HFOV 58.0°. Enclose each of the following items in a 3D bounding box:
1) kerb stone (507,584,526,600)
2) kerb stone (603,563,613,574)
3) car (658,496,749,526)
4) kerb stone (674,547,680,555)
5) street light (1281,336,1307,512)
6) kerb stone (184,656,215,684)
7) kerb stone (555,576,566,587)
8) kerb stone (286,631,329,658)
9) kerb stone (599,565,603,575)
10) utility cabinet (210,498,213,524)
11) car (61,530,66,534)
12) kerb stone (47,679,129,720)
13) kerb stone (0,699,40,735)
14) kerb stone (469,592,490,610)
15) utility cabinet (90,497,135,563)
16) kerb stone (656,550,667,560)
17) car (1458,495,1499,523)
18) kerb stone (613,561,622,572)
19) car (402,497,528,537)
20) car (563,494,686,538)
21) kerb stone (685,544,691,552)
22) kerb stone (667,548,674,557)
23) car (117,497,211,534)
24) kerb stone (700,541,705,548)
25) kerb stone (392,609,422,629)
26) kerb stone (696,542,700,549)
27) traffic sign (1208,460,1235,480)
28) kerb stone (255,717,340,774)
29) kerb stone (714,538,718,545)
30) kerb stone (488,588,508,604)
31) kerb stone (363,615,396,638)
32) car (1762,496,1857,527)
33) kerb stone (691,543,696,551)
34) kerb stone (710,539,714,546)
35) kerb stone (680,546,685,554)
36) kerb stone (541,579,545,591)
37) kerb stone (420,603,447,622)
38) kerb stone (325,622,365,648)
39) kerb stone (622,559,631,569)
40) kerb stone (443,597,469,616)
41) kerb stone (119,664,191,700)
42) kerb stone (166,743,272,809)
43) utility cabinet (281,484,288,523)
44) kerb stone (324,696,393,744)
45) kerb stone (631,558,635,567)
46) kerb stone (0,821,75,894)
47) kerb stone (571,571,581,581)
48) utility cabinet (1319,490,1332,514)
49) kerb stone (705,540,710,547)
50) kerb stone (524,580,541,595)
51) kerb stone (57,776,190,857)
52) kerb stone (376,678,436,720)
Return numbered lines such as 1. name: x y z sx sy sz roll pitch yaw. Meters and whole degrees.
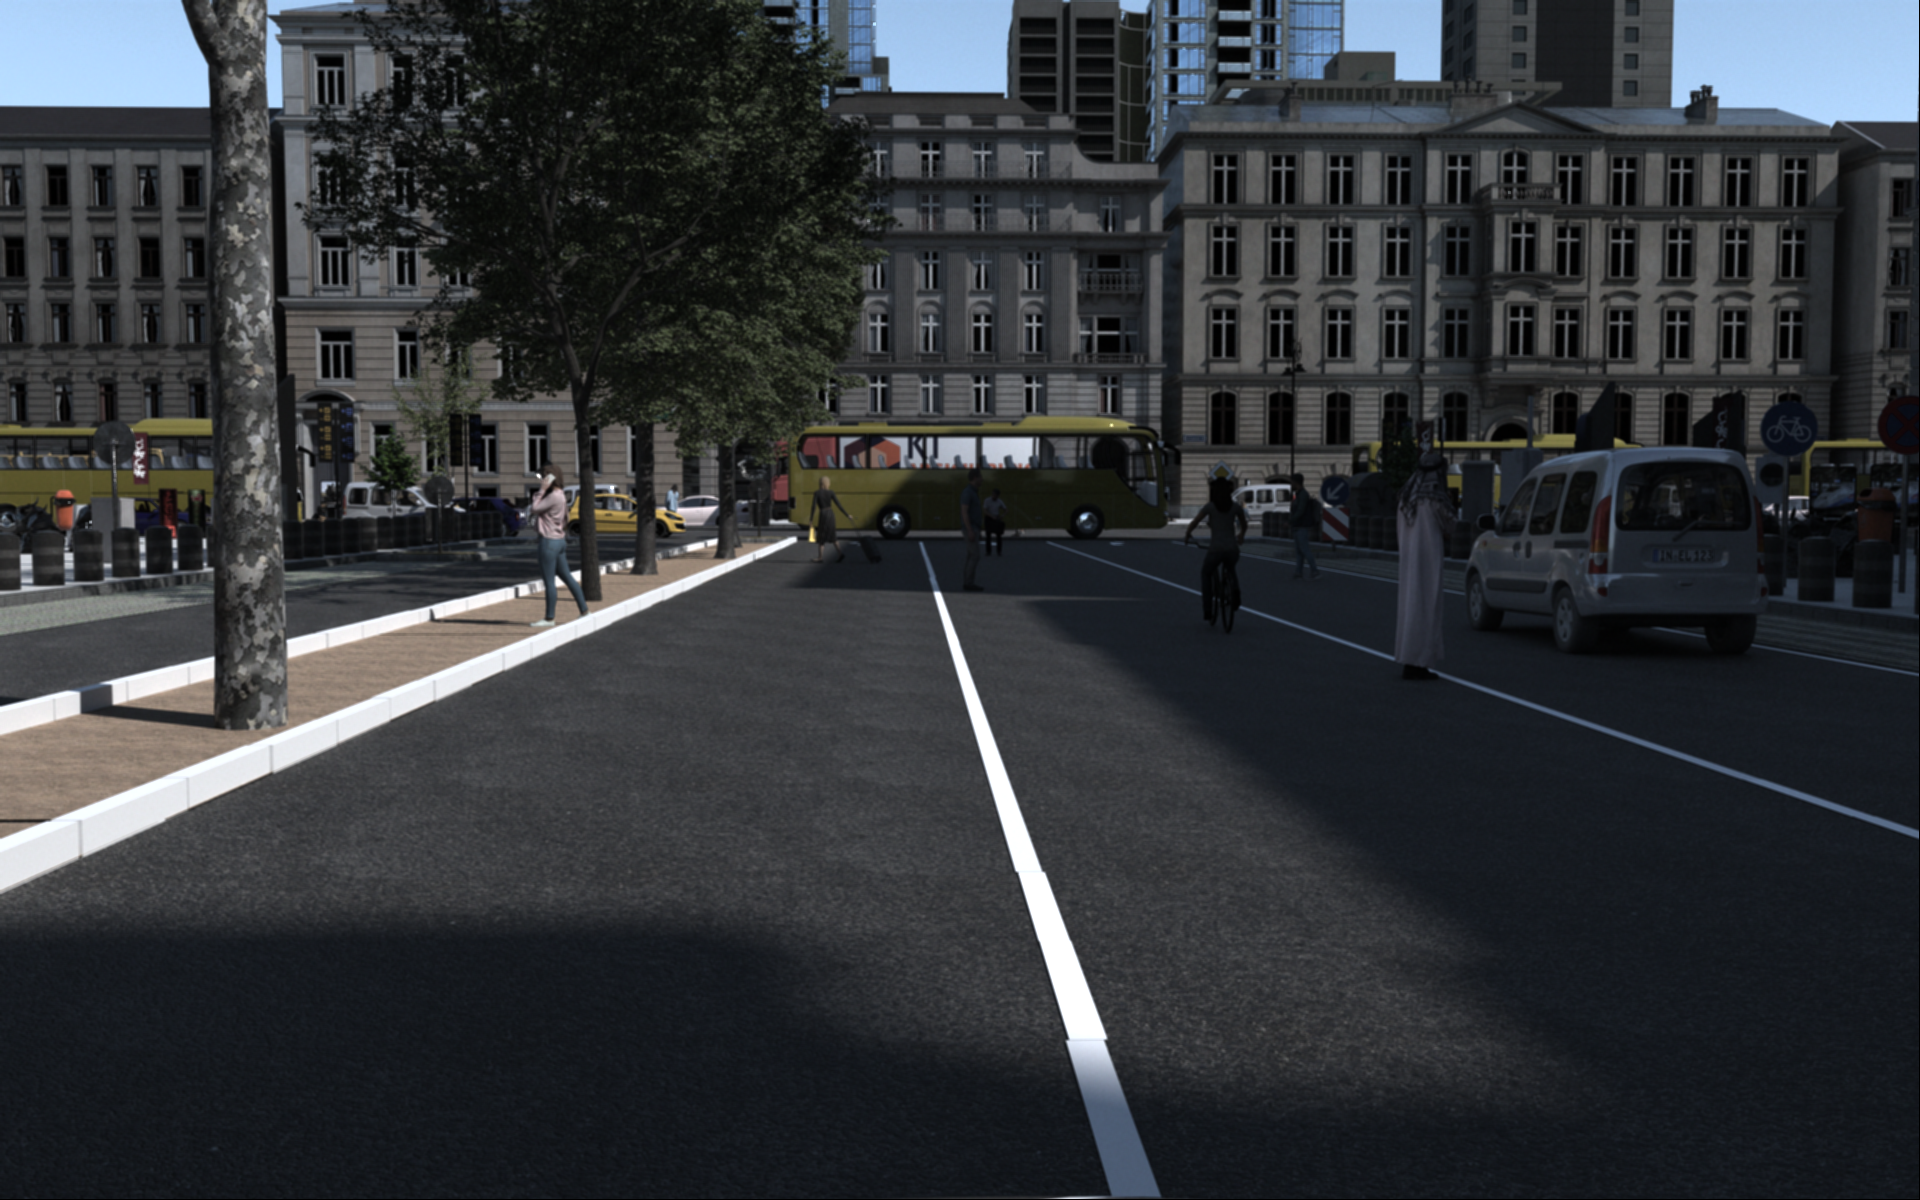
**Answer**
1. kerb stone: -6.152 -0.092 23.705 0.120 0.150 1.000 0 4 -2
2. kerb stone: -6.382 -0.531 30.896 0.120 0.150 1.000 0 4 -2
3. car: -10.816 -3.549 70.393 4.827 1.381 2.083 0 4 -4
4. kerb stone: -6.682 -1.097 40.146 0.120 0.150 1.000 0 4 -2
5. street light: 9.768 -4.774 50.840 0.468 5.910 1.993 0 4 -2
6. kerb stone: -5.834 0.538 13.445 0.120 0.150 1.000 0 4 -2
7. kerb stone: -6.252 -0.281 26.790 0.120 0.150 1.000 0 4 -2
8. kerb stone: -5.897 0.416 15.494 0.120 0.150 1.000 0 4 -2
9. kerb stone: -6.354 -0.468 29.868 0.120 0.150 1.000 0 4 -2
10. utility cabinet: -14.212 -1.409 34.193 1.020 1.237 0.306 -3 4 -38
11. car: -30.603 -3.203 61.171 4.718 1.807 1.959 0 4 -1
12. kerb stone: -5.763 0.661 11.383 0.120 0.150 1.000 0 4 -2
13. kerb stone: -5.727 0.724 10.358 0.120 0.150 1.000 0 4 -2
14. kerb stone: -6.089 0.037 21.650 0.120 0.150 1.000 0 4 -2
15. utility cabinet: -15.726 -1.286 32.184 1.020 1.237 0.306 2 4 35
16. kerb stone: -6.620 -0.964 38.092 0.120 0.150 1.000 0 4 -2
17. car: 17.300 -2.813 57.999 4.499 1.417 2.014 0 4 -1
18. kerb stone: -6.414 -0.594 31.921 0.120 0.150 1.000 0 4 -2
19. car: -15.851 -2.610 55.249 3.894 1.354 1.945 0 4 -3
20. car: -10.973 -2.839 56.644 3.980 1.641 2.015 0 4 -1
21. kerb stone: -6.746 -1.223 42.195 0.120 0.150 1.000 0 4 -2
22. kerb stone: -6.652 -1.031 39.116 0.120 0.150 1.000 0 4 -2
23. car: -25.371 -2.549 54.249 3.894 1.354 1.945 0 4 -4
24. kerb stone: -6.849 -1.412 45.287 0.120 0.150 1.000 0 4 -2
25. kerb stone: -5.995 0.222 18.571 0.120 0.150 1.000 0 4 -2
26. kerb stone: -6.818 -1.349 44.255 0.120 0.150 1.000 0 4 -2
27. traffic sign: 7.715 -2.907 51.176 0.795 2.450 0.064 0 4 -2
28. kerb stone: -3.595 0.786 9.372 0.120 0.150 1.000 0 4 -2
29. kerb stone: -6.948 -1.601 48.367 0.120 0.150 1.000 0 4 -2
30. kerb stone: -6.126 -0.029 22.674 0.120 0.150 1.000 0 4 -2
31. kerb stone: -5.950 0.284 17.547 0.120 0.150 1.000 0 4 -2
32. car: 26.886 -2.719 56.817 4.827 1.381 2.083 0 4 -1
33. kerb stone: -6.783 -1.286 43.223 0.120 0.150 1.000 0 4 -2
34. kerb stone: -6.911 -1.538 47.342 0.120 0.150 1.000 0 4 -2
35. kerb stone: -6.719 -1.161 41.170 0.120 0.150 1.000 0 4 -2
36. kerb stone: -6.220 -0.218 25.765 0.120 0.150 1.000 0 4 -2
37. kerb stone: -6.029 0.167 19.599 0.120 0.150 1.000 0 4 -2
38. kerb stone: -5.918 0.347 16.523 0.120 0.150 1.000 0 4 -2
39. kerb stone: -6.452 -0.657 32.945 0.120 0.150 1.000 0 4 -2
40. kerb stone: -6.064 0.096 20.626 0.120 0.150 1.000 0 4 -2
41. kerb stone: -5.800 0.598 12.415 0.120 0.150 1.000 0 4 -2
42. kerb stone: -3.571 0.847 8.347 0.120 0.150 1.000 0 4 -2
43. utility cabinet: -14.308 -1.632 35.356 1.173 1.500 0.318 1 4 15
44. kerb stone: -3.631 0.726 10.398 0.120 0.150 1.000 0 4 -2
45. kerb stone: -6.490 -0.721 33.977 0.120 0.150 1.000 0 4 -2
46. kerb stone: -3.504 0.972 6.298 0.120 0.150 1.000 0 4 -2
47. kerb stone: -6.286 -0.344 27.814 0.120 0.150 1.000 0 4 -2
48. utility cabinet: 17.690 -4.604 83.951 0.318 1.500 1.173 2 4 30
49. kerb stone: -6.880 -1.473 46.312 0.120 0.150 1.000 0 4 -2
50. kerb stone: -6.190 -0.155 24.735 0.120 0.150 1.000 0 4 -2
51. kerb stone: -3.534 0.910 7.322 0.120 0.150 1.000 0 4 -2
52. kerb stone: -3.669 0.659 11.424 0.120 0.150 1.000 0 4 -2
